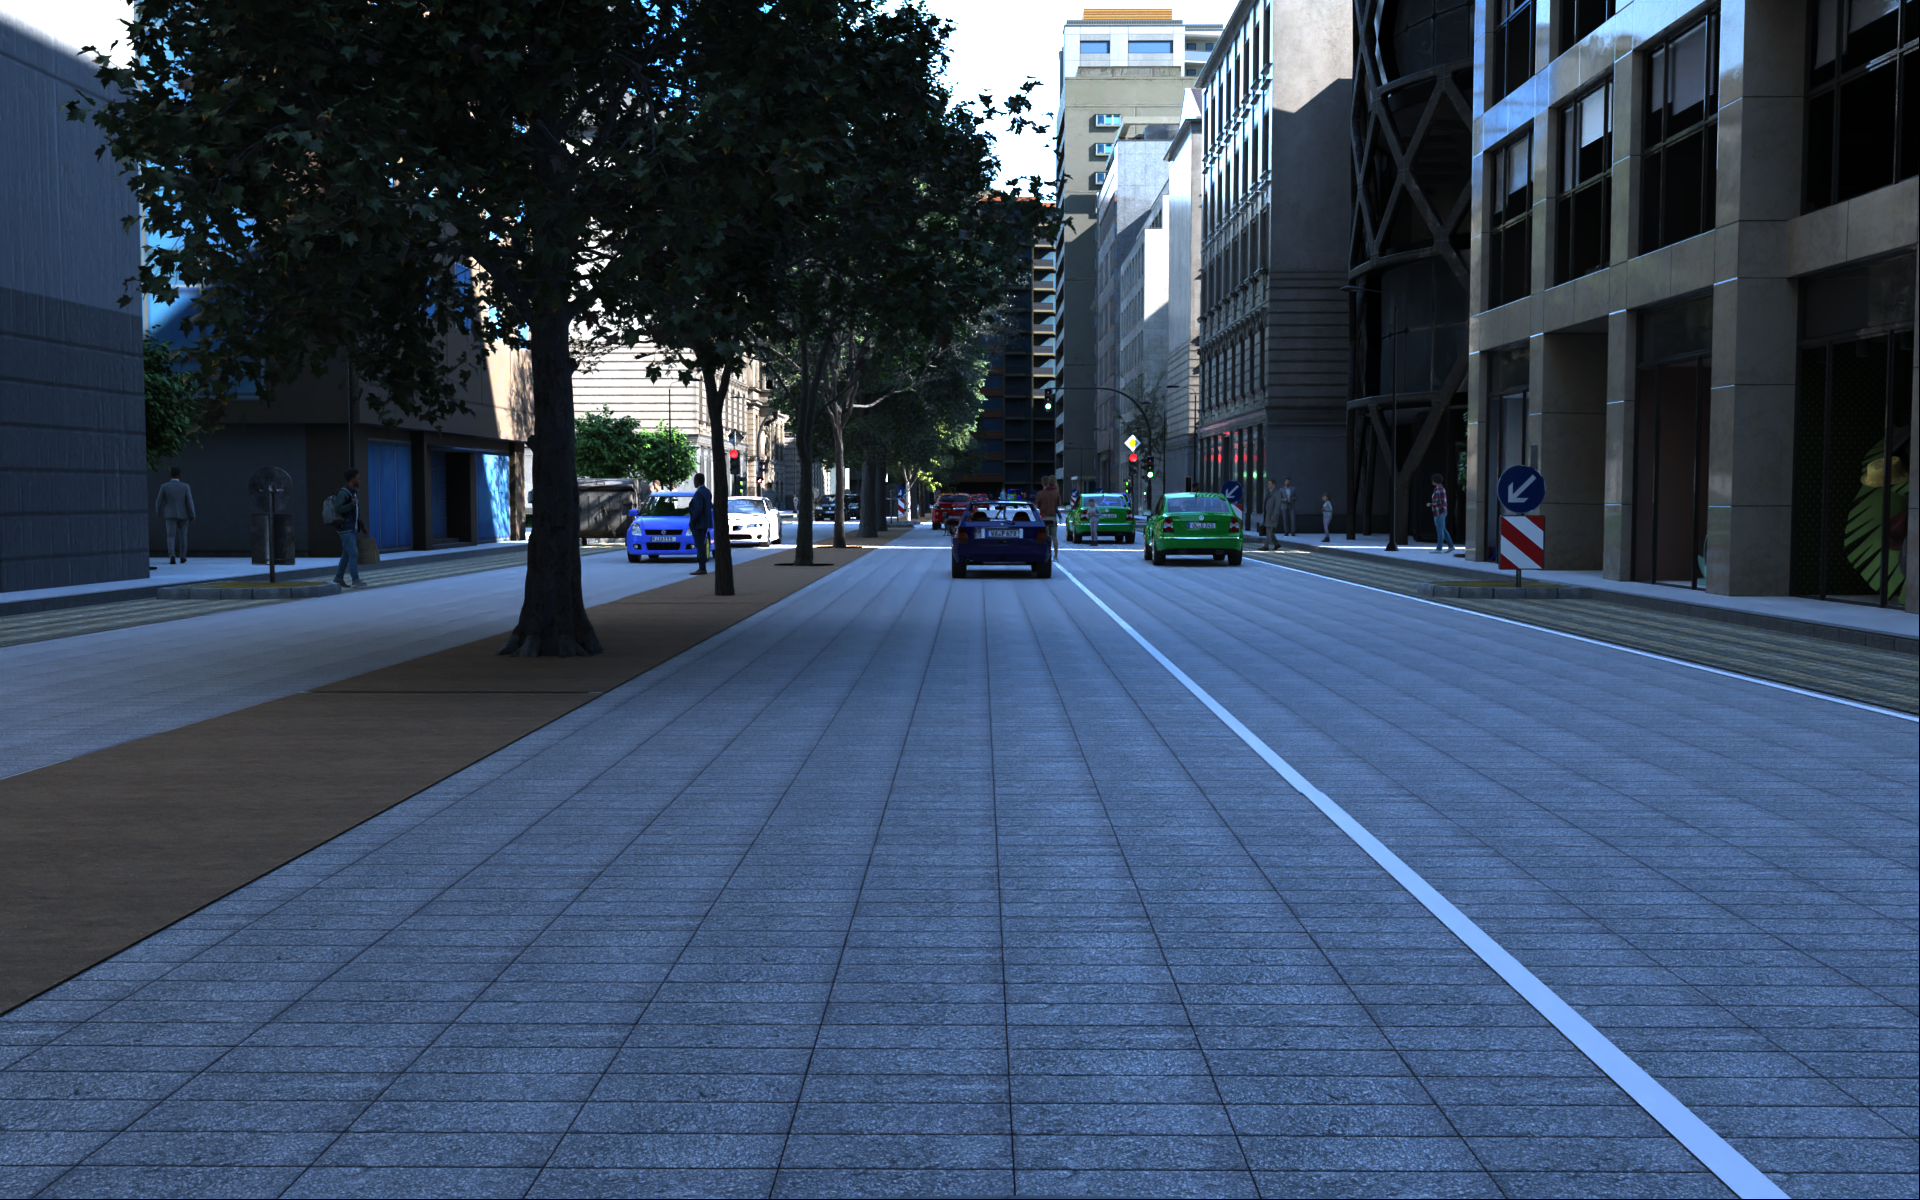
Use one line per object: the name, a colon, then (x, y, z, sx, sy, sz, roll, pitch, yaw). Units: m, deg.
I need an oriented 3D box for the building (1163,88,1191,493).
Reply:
building: (19.532, -14.413, 84.803, 18.267, 20.994, 9.793, 0, 4, 1)

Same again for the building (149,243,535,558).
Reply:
building: (-18.740, -23.866, 40.328, 14.600, 45.320, 14.200, 0, 4, 1)

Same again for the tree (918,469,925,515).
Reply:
tree: (-3.843, -15.946, 119.058, 12.611, 20.169, 13.585, 0, 3, 0)

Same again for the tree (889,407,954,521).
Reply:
tree: (-2.667, -8.331, 89.037, 4.737, 8.622, 4.395, 0, 3, 0)

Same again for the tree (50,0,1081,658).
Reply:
tree: (-3.636, -5.861, 15.296, 9.611, 12.733, 9.660, 0, 3, 0)

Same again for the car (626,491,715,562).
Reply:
car: (-6.136, -1.707, 37.507, 1.945, 1.707, 3.694, 0, 4, -1)

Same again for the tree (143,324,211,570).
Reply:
tree: (-14.452, -2.779, 29.144, 4.285, 4.588, 4.351, 0, 3, 0)

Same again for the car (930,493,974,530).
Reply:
car: (-0.169, -3.786, 70.934, 2.155, 1.783, 4.494, 0, 4, 2)

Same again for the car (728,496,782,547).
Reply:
car: (-6.049, -2.192, 48.197, 2.083, 1.381, 4.827, 0, 4, 0)

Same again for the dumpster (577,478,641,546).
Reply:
dumpster: (-9.745, -2.402, 47.492, 1.865, 1.857, 1.264, 0, 4, 2)

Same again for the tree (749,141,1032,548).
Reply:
tree: (-3.165, -8.105, 45.347, 12.009, 13.543, 11.850, 0, 3, 0)

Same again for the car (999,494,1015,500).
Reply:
car: (4.914, -10.258, 176.517, 1.959, 1.807, 4.718, 0, 4, -1)

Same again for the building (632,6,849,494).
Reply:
building: (-21.907, -52.537, 171.657, 22.319, 86.520, 31.000, 0, 4, 1)

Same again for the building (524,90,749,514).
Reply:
building: (-16.980, -14.760, 90.482, 9.793, 20.994, 18.267, 0, 4, 1)

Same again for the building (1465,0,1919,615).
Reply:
building: (19.183, -12.911, 15.610, 19.350, 26.468, 34.151, 0, 4, 1)

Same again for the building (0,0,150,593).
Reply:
building: (-23.019, -28.674, 10.817, 21.231, 58.520, 28.212, 0, 4, 1)

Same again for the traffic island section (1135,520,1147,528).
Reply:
traffic island section: (8.182, -3.655, 82.037, 2.009, 0.180, 2.903, 0, 4, 1)

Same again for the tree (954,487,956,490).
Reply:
tree: (-1.940, -11.316, 137.841, 4.737, 8.622, 4.395, 0, 3, 0)

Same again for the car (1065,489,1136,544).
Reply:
car: (4.143, -2.610, 51.476, 1.959, 1.807, 4.718, 0, 4, -1)

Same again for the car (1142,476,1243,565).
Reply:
car: (4.818, -1.673, 36.155, 1.959, 1.807, 4.718, 0, 4, 2)

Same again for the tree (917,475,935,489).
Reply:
tree: (-2.641, -11.601, 142.488, 4.360, 8.622, 3.978, 0, 3, 0)

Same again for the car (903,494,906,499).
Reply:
car: (-5.045, -9.305, 160.940, 1.959, 1.807, 4.718, 0, 3, 0)

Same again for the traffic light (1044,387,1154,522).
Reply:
traffic light: (5.963, -6.064, 73.820, 4.771, 5.953, 1.251, 0, 4, 1)

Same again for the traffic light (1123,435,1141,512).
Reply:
traffic light: (8.142, -5.688, 81.923, 0.839, 4.253, 0.868, 0, 4, 1)

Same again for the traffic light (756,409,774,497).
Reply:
traffic light: (-7.426, -6.571, 82.110, 4.771, 5.953, 1.251, 0, 4, 1)

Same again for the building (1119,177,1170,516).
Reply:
building: (15.827, -15.461, 107.541, 10.420, 20.320, 16.860, 0, 4, 1)

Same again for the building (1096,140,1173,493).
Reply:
building: (16.577, -18.822, 125.759, 12.078, 24.808, 19.932, 0, 4, 1)

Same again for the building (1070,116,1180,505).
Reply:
building: (27.391, -29.253, 170.172, 32.217, 40.220, 23.993, 0, 4, 1)

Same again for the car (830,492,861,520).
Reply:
car: (-6.312, -5.356, 97.355, 2.009, 1.686, 4.222, 0, 4, 3)

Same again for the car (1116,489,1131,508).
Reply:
car: (8.107, -4.965, 90.769, 1.945, 1.707, 3.694, 0, 4, 1)

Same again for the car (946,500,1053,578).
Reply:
car: (0.717, -1.121, 30.903, 1.945, 1.354, 3.894, 0, 4, 0)

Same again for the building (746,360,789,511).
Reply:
building: (-18.859, -18.211, 116.837, 14.460, 24.649, 34.723, 0, 4, 1)

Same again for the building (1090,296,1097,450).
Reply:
building: (17.379, -18.974, 146.378, 11.583, 22.565, 21.152, 0, 4, 1)

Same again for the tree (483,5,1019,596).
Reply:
tree: (-3.287, -5.354, 24.415, 8.767, 10.594, 7.601, 0, 4, 1)

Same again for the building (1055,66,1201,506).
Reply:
building: (21.790, -34.849, 193.490, 21.300, 48.544, 21.600, 0, 4, 1)

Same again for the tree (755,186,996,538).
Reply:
tree: (-3.048, -9.015, 56.509, 9.857, 13.997, 8.962, 0, 3, 0)

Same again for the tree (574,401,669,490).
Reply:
tree: (-12.596, -4.764, 61.600, 4.285, 4.588, 4.351, 0, 3, 0)

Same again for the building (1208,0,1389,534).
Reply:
building: (14.687, -13.172, 64.521, 9.793, 20.994, 18.267, 0, 4, 1)

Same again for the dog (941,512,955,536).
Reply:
dog: (-0.237, -2.613, 59.564, 0.800, 0.831, 0.513, 0, 4, 4)

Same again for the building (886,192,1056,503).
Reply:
building: (2.044, -36.496, 251.338, 28.867, 44.769, 22.147, 0, 4, 1)

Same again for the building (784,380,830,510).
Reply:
building: (-16.408, -19.290, 144.264, 11.050, 23.489, 19.941, 0, 4, 1)

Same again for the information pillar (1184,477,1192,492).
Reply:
information pillar: (9.551, -4.160, 72.503, 0.304, 2.012, 0.304, 0, 4, 3)

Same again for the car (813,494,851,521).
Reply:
car: (-6.803, -5.073, 92.722, 2.009, 1.686, 4.222, 0, 4, 0)

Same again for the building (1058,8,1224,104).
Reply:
building: (22.922, -41.348, 218.035, 21.231, 58.520, 28.212, 0, 4, 1)

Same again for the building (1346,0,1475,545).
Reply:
building: (18.943, -10.984, 47.036, 16.820, 18.784, 16.811, 0, 4, 1)

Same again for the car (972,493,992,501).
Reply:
car: (1.734, -8.825, 153.327, 2.155, 1.783, 4.494, 0, 4, 1)

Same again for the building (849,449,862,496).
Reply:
building: (-16.808, -31.308, 195.487, 14.154, 41.232, 14.086, 0, 4, 1)

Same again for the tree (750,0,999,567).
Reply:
tree: (-2.992, -6.470, 34.003, 9.928, 11.665, 9.643, 0, 3, 0)

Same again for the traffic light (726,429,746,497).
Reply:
traffic light: (-9.605, -5.211, 74.113, 0.839, 4.253, 0.868, 0, 4, 1)

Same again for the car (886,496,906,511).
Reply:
car: (-5.302, -8.047, 141.785, 2.015, 1.641, 3.980, 0, 4, 2)
